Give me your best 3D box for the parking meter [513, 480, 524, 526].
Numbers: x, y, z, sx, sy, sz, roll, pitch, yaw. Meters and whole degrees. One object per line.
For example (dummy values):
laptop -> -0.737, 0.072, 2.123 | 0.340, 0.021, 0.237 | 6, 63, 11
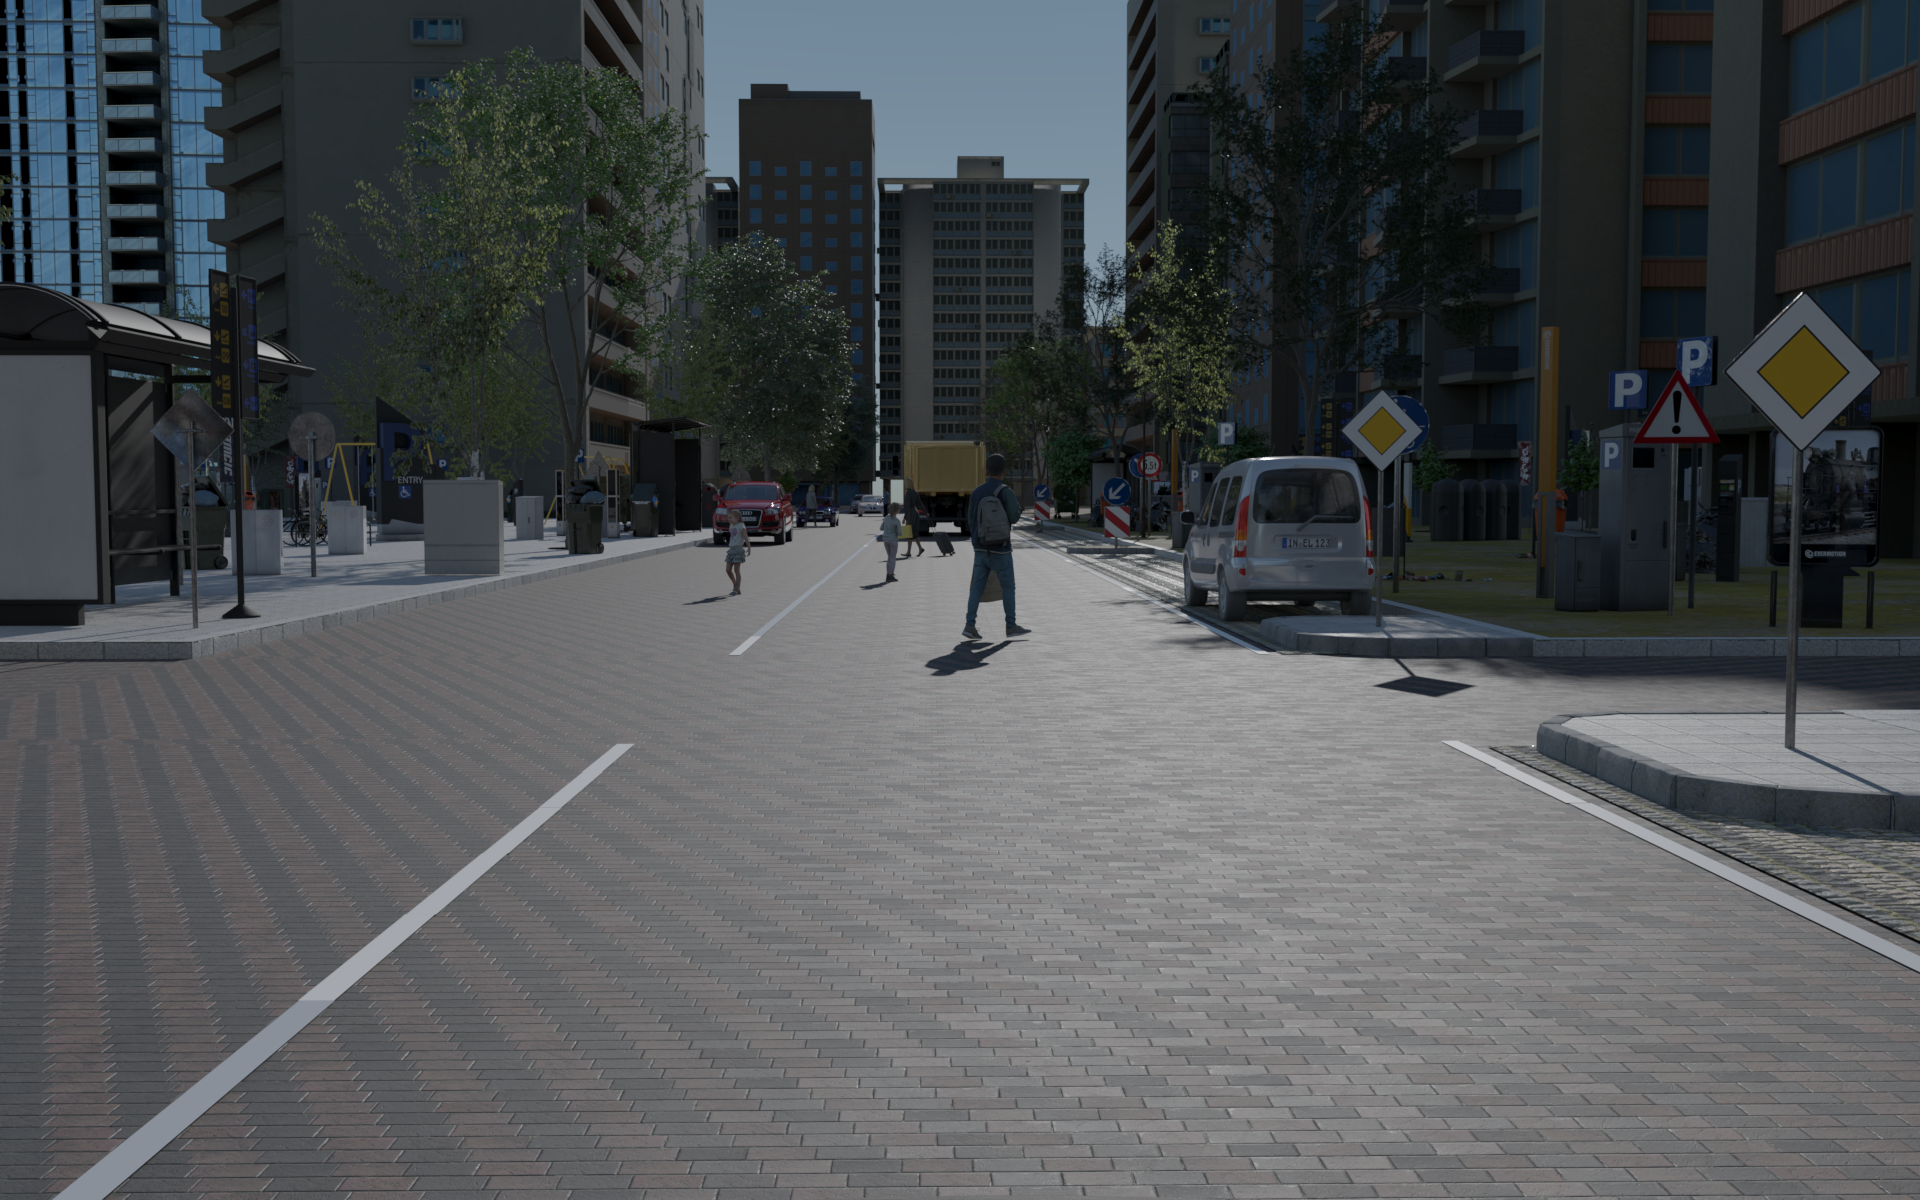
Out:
parking meter -> -17.804, -3.921, 69.817 | 0.399, 1.863, 0.255 | 2, 4, 32

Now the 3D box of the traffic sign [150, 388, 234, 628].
traffic sign -> -7.300, -0.786, 16.486 | 0.795, 2.450, 0.064 | 0, 4, -1

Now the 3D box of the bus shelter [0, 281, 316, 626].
bus shelter -> -9.145, -1.552, 19.305 | 2.014, 3.302, 5.546 | 0, 4, -1

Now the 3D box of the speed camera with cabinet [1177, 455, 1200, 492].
speed camera with cabinet -> 11.347, -5.674, 87.103 | 2.038, 3.252, 0.660 | 0, 4, 1

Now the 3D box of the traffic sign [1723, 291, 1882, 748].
traffic sign -> 4.191, -0.309, 8.692 | 0.795, 2.450, 0.064 | 0, 4, -1

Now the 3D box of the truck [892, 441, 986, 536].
truck -> -0.664, -4.056, 62.243 | 3.469, 3.379, 9.791 | 0, 4, -3

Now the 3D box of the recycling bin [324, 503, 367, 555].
recycling bin -> -13.084, -1.494, 36.985 | 0.722, 1.027, 0.722 | -1, 4, -13

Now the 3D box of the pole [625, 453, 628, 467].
pole -> -16.364, -5.581, 85.091 | 0.158, 3.312, 0.155 | 0, 3, 0

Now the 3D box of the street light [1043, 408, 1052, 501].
street light -> 4.624, -7.245, 91.249 | 0.468, 5.910, 1.993 | 0, 4, -1

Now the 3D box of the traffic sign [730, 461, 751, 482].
traffic sign -> -8.635, -4.165, 68.108 | 0.884, 2.594, 0.081 | 0, 4, 6

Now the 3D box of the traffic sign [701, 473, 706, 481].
traffic sign -> -10.987, -4.398, 71.912 | 0.884, 2.594, 0.081 | 0, 4, 2

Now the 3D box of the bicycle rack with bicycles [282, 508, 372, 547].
bicycle rack with bicycles -> -15.962, -1.808, 42.946 | 2.925, 0.926, 2.852 | -2, 4, -33

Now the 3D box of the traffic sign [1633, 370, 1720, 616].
traffic sign -> 7.511, -1.114, 18.225 | 0.884, 2.594, 0.081 | 0, 4, 4

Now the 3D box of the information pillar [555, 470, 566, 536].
information pillar -> -12.162, -2.970, 53.049 | 0.304, 2.012, 0.304 | 2, 4, 31

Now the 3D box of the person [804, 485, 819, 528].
person -> -6.281, -3.909, 72.587 | 0.728, 1.800, 0.709 | -3, 5, -44

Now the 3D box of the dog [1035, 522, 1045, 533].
dog -> 2.970, -2.655, 63.600 | 0.748, 0.427, 0.550 | -3, 5, -41

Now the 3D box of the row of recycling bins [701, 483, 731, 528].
row of recycling bins -> -10.122, -3.622, 66.331 | 3.534, 1.692, 1.069 | -2, 4, -24

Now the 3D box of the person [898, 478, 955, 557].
person -> -0.790, -1.902, 39.816 | 1.509, 1.804, 0.699 | -2, 4, -29

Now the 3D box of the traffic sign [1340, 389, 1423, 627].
traffic sign -> 4.043, -0.797, 16.675 | 0.795, 2.450, 0.064 | 0, 4, -1

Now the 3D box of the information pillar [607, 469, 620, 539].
information pillar -> -10.003, -2.782, 49.980 | 0.304, 2.012, 0.304 | 0, 4, 5

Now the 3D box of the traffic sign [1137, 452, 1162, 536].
traffic sign -> 5.793, -3.233, 52.959 | 0.768, 2.556, 0.104 | 0, 4, 3

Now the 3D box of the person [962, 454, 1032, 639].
person -> 0.306, -0.521, 17.002 | 0.713, 1.824, 0.794 | -3, 4, -36

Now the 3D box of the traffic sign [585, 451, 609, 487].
traffic sign -> -10.821, -3.174, 51.897 | 0.884, 2.594, 0.081 | 0, 4, 7

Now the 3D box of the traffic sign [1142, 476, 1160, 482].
traffic sign -> 8.051, -4.492, 73.446 | 0.884, 2.594, 0.081 | 0, 4, 8

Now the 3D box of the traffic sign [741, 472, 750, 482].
traffic sign -> -11.368, -5.532, 90.548 | 0.768, 2.556, 0.104 | 0, 4, 1

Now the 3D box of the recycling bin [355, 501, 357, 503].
recycling bin -> -23.625, -3.313, 66.729 | 0.722, 1.027, 0.722 | -1, 4, -23

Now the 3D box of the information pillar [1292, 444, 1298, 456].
information pillar -> 15.683, -5.501, 81.292 | 0.183, 3.616, 0.504 | -1, 4, -14

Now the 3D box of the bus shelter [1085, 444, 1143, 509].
bus shelter -> 6.487, -4.803, 72.452 | 2.014, 3.302, 5.546 | 0, 4, -1

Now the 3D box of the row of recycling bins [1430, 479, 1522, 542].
row of recycling bins -> 14.374, -2.499, 47.978 | 3.534, 1.692, 1.069 | -3, 4, -38

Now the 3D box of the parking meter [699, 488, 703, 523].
parking meter -> -9.364, -3.417, 61.583 | 0.399, 1.863, 0.255 | 0, 3, 0

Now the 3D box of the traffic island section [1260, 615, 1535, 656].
traffic island section -> 4.066, 0.338, 16.753 | 2.009, 0.180, 2.903 | 0, 4, -1

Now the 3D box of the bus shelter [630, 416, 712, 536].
bus shelter -> -9.196, -3.927, 55.484 | 1.731, 3.624, 6.357 | 0, 4, -1

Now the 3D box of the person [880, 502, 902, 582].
person -> -1.112, -0.954, 28.373 | 0.425, 1.301, 0.394 | 1, 4, 21

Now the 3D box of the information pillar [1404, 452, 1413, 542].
information pillar -> 11.923, -3.347, 46.076 | 0.183, 3.616, 0.504 | 0, 4, -1

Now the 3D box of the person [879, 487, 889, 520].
person -> -4.122, -5.320, 95.467 | 0.705, 1.826, 1.348 | 1, 4, 16

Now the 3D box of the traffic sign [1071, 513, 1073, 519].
traffic sign -> 5.878, -5.541, 90.707 | 0.768, 2.556, 0.104 | 0, 4, 5

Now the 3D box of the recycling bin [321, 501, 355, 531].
recycling bin -> -20.997, -2.797, 58.288 | 0.722, 1.027, 0.722 | 3, 4, 38

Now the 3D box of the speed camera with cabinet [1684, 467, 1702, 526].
speed camera with cabinet -> 25.749, -3.946, 58.848 | 2.038, 3.252, 0.660 | 3, 5, 44

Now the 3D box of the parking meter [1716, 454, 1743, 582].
parking meter -> 11.270, -1.203, 25.379 | 0.255, 1.863, 0.399 | 3, 4, 37

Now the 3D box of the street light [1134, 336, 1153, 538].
street light -> 5.402, -4.770, 50.781 | 0.468, 5.910, 1.993 | 0, 4, -1

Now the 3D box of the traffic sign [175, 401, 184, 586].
traffic sign -> -10.934, -1.482, 24.240 | 0.884, 2.594, 0.081 | 0, 4, 3

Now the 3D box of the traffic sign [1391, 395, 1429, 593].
traffic sign -> 5.656, -1.363, 22.395 | 0.768, 2.556, 0.104 | 0, 4, 6

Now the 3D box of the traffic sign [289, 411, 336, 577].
traffic sign -> -9.991, -1.627, 26.701 | 0.768, 2.556, 0.104 | 0, 4, 8

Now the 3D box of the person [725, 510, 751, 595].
person -> -3.121, -0.681, 24.655 | 0.505, 1.210, 0.382 | 3, 5, 40

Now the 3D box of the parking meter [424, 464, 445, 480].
parking meter -> -10.271, -1.725, 33.916 | 0.255, 1.863, 0.399 | 1, 4, 12

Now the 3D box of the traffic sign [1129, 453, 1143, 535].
traffic sign -> 5.666, -3.307, 54.173 | 0.768, 2.556, 0.104 | 0, 4, 4

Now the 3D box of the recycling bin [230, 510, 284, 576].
recycling bin -> -11.190, -0.919, 27.583 | 0.722, 1.027, 0.722 | -1, 4, -18

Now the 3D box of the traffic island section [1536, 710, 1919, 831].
traffic island section -> 4.215, 0.826, 8.769 | 2.009, 0.180, 2.903 | 0, 4, -1
